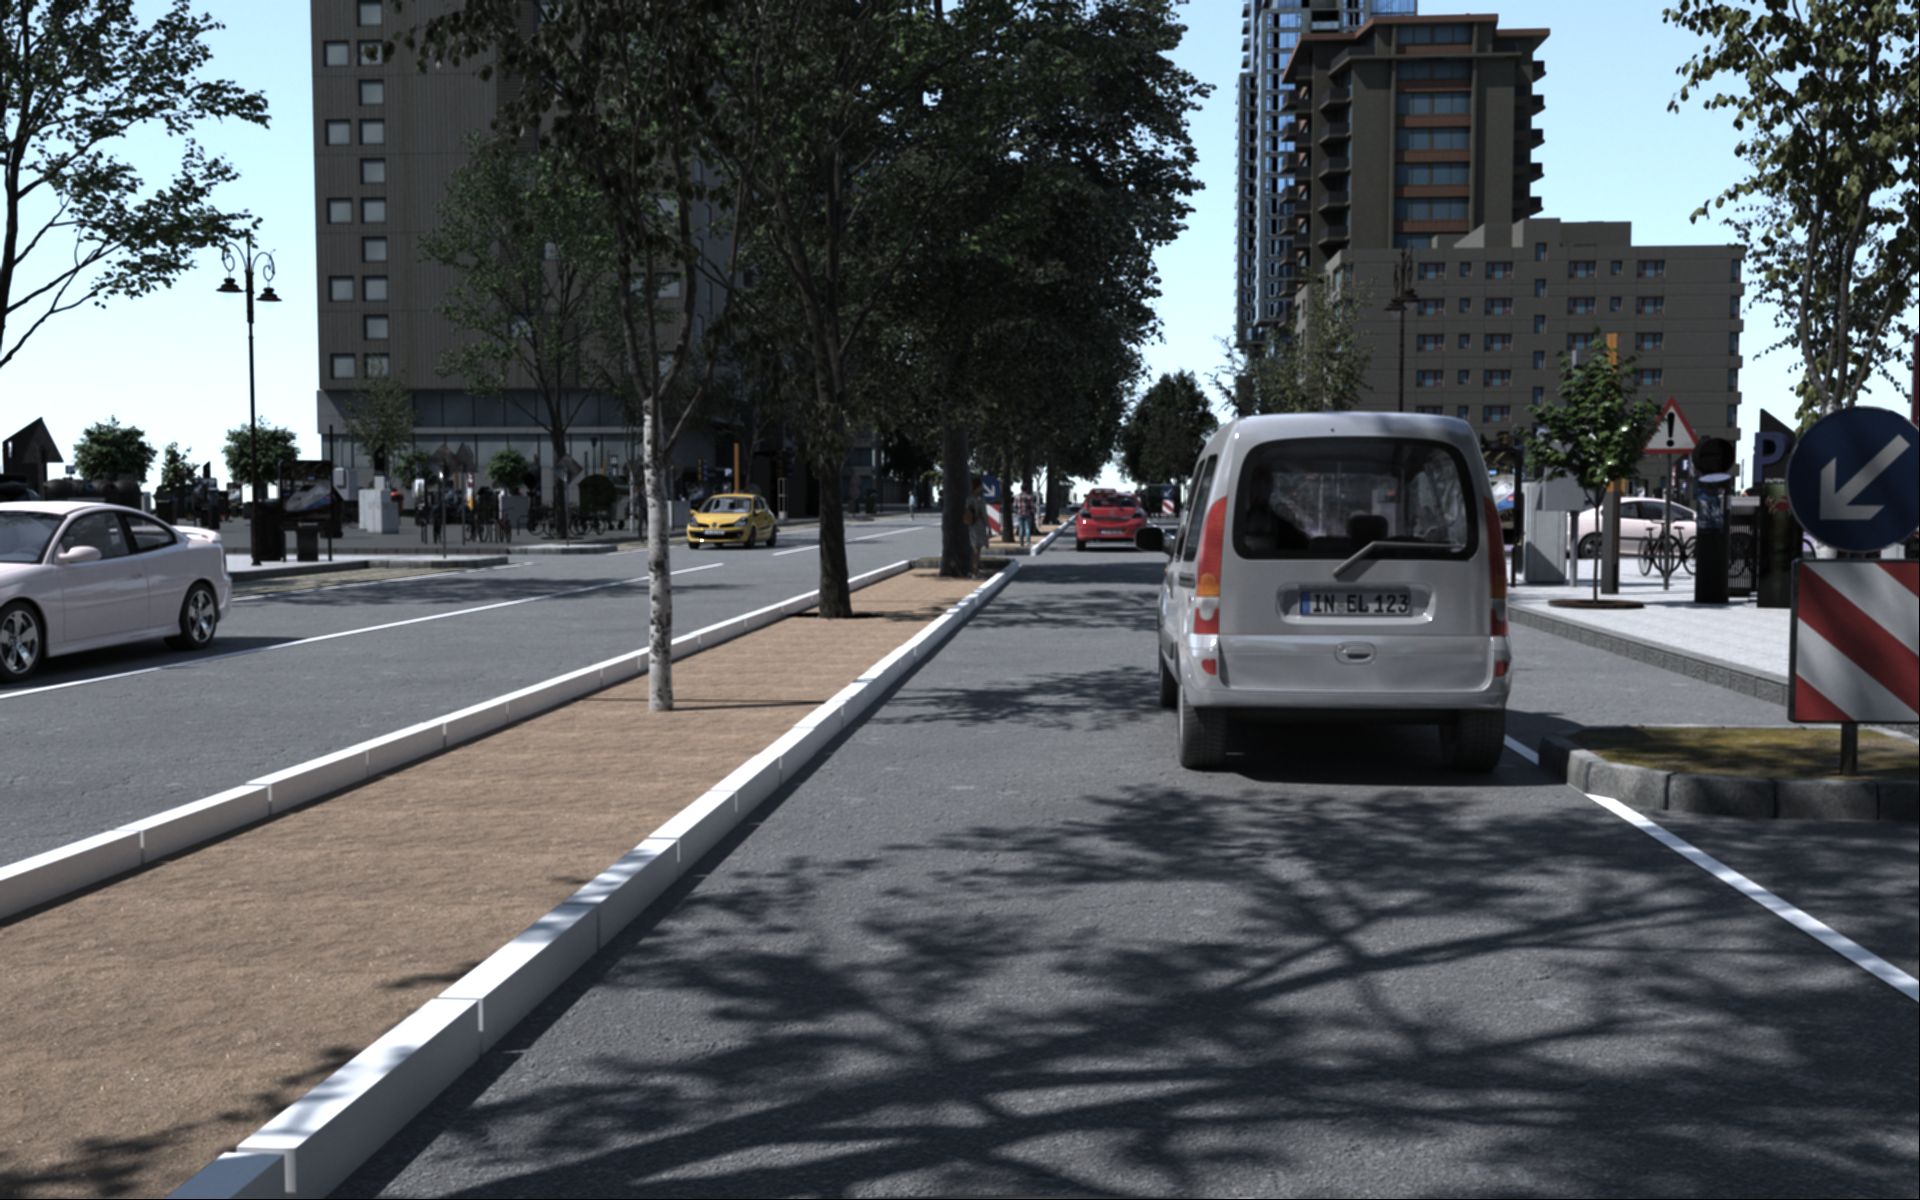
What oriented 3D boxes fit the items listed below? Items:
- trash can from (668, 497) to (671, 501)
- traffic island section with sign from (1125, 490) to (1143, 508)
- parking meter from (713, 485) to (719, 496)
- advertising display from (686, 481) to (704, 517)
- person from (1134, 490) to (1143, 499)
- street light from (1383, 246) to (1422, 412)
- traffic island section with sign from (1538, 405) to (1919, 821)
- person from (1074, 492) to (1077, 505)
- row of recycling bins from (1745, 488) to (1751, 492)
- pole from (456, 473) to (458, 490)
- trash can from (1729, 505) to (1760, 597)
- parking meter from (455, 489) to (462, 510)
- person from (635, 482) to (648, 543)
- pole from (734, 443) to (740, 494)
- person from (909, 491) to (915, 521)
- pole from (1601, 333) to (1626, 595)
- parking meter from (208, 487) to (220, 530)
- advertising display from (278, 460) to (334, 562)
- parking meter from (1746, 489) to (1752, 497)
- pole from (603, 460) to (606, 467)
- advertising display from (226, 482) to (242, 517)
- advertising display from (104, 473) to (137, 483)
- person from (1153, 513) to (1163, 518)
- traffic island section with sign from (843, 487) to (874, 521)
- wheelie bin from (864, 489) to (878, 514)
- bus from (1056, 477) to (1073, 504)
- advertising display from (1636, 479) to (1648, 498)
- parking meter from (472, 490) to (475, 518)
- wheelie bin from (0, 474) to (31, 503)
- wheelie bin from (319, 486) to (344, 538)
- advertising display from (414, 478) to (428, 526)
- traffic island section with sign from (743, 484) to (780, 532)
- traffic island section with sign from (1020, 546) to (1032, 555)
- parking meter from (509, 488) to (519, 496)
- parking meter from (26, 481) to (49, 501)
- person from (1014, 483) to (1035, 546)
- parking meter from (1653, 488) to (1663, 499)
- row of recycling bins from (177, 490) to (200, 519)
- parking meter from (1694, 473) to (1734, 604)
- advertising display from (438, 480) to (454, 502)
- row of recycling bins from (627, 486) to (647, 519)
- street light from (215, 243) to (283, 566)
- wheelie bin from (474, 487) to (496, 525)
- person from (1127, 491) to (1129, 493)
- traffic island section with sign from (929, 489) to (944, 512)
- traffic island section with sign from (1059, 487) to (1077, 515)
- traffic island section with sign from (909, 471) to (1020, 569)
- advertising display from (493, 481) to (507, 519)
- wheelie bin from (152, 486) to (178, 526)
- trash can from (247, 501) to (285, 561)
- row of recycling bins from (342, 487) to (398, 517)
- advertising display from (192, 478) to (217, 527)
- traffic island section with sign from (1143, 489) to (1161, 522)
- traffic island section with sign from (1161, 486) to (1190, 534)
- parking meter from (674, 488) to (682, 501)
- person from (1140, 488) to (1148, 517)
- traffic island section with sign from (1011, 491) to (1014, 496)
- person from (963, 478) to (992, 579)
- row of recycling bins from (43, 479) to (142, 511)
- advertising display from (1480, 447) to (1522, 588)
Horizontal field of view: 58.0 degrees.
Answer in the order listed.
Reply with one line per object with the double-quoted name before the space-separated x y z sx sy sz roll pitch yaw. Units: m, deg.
"trash can" -12.655 -3.861 74.774 0.748 1.137 0.748 0 3 0
"traffic island section with sign" 17.048 -9.702 167.249 1.989 1.847 2.006 0 4 5
"parking meter" -15.880 -6.545 112.716 0.255 1.863 0.399 3 5 41
"advertising display" -13.452 -5.063 87.998 0.974 1.923 0.123 -3 4 -37
"person" 12.257 -6.837 121.005 1.217 1.743 0.721 0 4 -2
"street light" 8.279 -3.653 32.516 0.468 5.910 1.993 0 4 5
"traffic island section with sign" 4.000 0.004 8.557 1.989 1.847 2.006 0 4 5
"person" 14.712 -12.825 219.655 0.593 1.643 0.415 1 4 21
"row of recycling bins" 50.011 -6.158 107.794 1.069 1.692 3.534 0 4 -7
"pole" -32.769 -7.279 112.860 0.158 3.312 0.155 0 3 0
"trash can" 9.679 -0.616 21.720 0.748 1.137 0.748 0 3 0
"parking meter" -25.994 -4.978 89.802 0.372 1.533 0.369 0 3 0
"person" -9.233 -2.579 50.933 0.573 1.790 0.520 1 4 13
"pole" -8.951 -4.629 69.531 0.158 3.312 0.155 0 3 0
"person" -2.618 -5.100 93.692 0.330 1.601 0.589 0 4 1
"pole" 8.326 -1.728 22.095 0.158 3.312 0.155 0 3 0
"parking meter" -27.019 -3.321 62.705 0.372 1.533 0.369 0 3 0
"advertising display" -12.390 -1.690 32.845 0.974 1.923 0.123 -3 4 -37
"parking meter" 40.325 -4.892 88.393 0.372 1.533 0.369 0 3 0
"pole" -21.210 -6.696 103.315 0.158 3.312 0.155 0 3 0
"advertising display" -39.876 -5.504 95.200 0.974 1.923 0.123 1 4 20
"advertising display" -25.444 -2.894 52.530 0.123 1.923 0.974 2 4 34
"person" 11.910 -5.937 104.938 0.474 1.900 0.648 -3 5 -45
"traffic island section with sign" -5.605 -5.072 91.550 1.989 1.847 2.006 0 4 5
"wheelie bin" -5.799 -6.418 112.842 0.980 1.594 0.693 1 4 18
"bus" 14.441 -15.450 244.160 2.896 3.916 12.252 0 4 7
"advertising display" 28.827 -4.159 73.208 0.123 1.923 0.974 0 4 1
"parking meter" -26.280 -5.182 93.144 0.372 1.533 0.369 0 3 0
"wheelie bin" -14.792 -1.163 26.916 0.980 1.594 0.693 -3 5 -45
"wheelie bin" -18.321 -2.595 50.343 0.693 1.594 0.980 -2 4 -33
"advertising display" -21.369 -3.882 68.680 0.123 1.923 0.974 -3 5 -41
"traffic island section with sign" -7.812 -3.429 64.685 1.989 1.847 2.006 0 4 5
"traffic island section with sign" 0.697 -2.028 41.288 2.006 1.907 1.989 0 4 5
"parking meter" -17.410 -3.626 67.692 0.372 1.533 0.369 0 3 0
"parking meter" -17.255 -1.469 32.428 0.372 1.533 0.369 0 3 0
"person" 1.703 -2.237 45.909 0.563 1.720 0.643 1 4 15
"parking meter" 27.829 -3.711 69.082 0.372 1.533 0.369 0 3 0
"row of recycling bins" -41.329 -5.203 92.177 1.069 1.692 3.534 0 4 -6
"parking meter" 8.865 -0.732 20.384 0.372 1.533 0.369 0 3 0
"advertising display" -23.598 -4.545 79.528 0.123 1.923 0.974 1 4 22
"row of recycling bins" -17.491 -5.105 90.581 3.534 1.692 1.069 -1 4 -9
"street light" -12.641 -3.557 30.944 0.468 5.910 1.993 0 4 5
"wheelie bin" -20.005 -3.985 73.062 0.693 1.594 0.980 1 4 16
"person" 10.956 -6.288 113.117 0.589 1.601 0.330 -3 4 -36
"traffic island section with sign" -1.451 -8.168 142.177 1.989 1.847 2.006 0 4 5
"traffic island section with sign" 6.845 -6.608 116.175 2.006 1.907 1.989 0 4 5
"traffic island section with sign" 0.081 -1.576 33.906 2.006 1.907 1.989 0 4 5
"advertising display" -23.637 -5.122 88.961 0.974 1.923 0.123 3 4 37
"wheelie bin" -29.339 -3.430 63.987 0.980 1.594 0.693 0 4 -4
"trash can" -13.267 -1.317 33.192 0.748 1.137 0.748 0 3 0
"row of recycling bins" -33.192 -5.497 96.984 3.534 1.692 1.069 -3 5 -42
"advertising display" -29.579 -3.831 67.853 0.123 1.923 0.974 3 4 39
"traffic island section with sign" 10.765 -5.027 90.826 1.989 1.847 2.006 0 4 5
"traffic island section with sign" 8.497 -3.349 63.387 1.989 1.847 2.006 0 4 5
"parking meter" -11.633 -3.844 71.258 0.372 1.533 0.369 0 3 0
"person" 11.755 -6.238 110.401 0.836 1.842 0.656 2 4 25
"traffic island section with sign" 7.538 -14.845 251.339 1.989 1.847 2.006 0 4 5
"person" 0.283 -1.200 29.120 0.522 1.701 0.512 -3 5 -44
"row of recycling bins" -24.128 -2.506 48.089 1.069 1.692 3.534 1 4 11
"advertising display" 7.350 -1.154 24.086 0.123 1.923 0.974 -3 4 -37
